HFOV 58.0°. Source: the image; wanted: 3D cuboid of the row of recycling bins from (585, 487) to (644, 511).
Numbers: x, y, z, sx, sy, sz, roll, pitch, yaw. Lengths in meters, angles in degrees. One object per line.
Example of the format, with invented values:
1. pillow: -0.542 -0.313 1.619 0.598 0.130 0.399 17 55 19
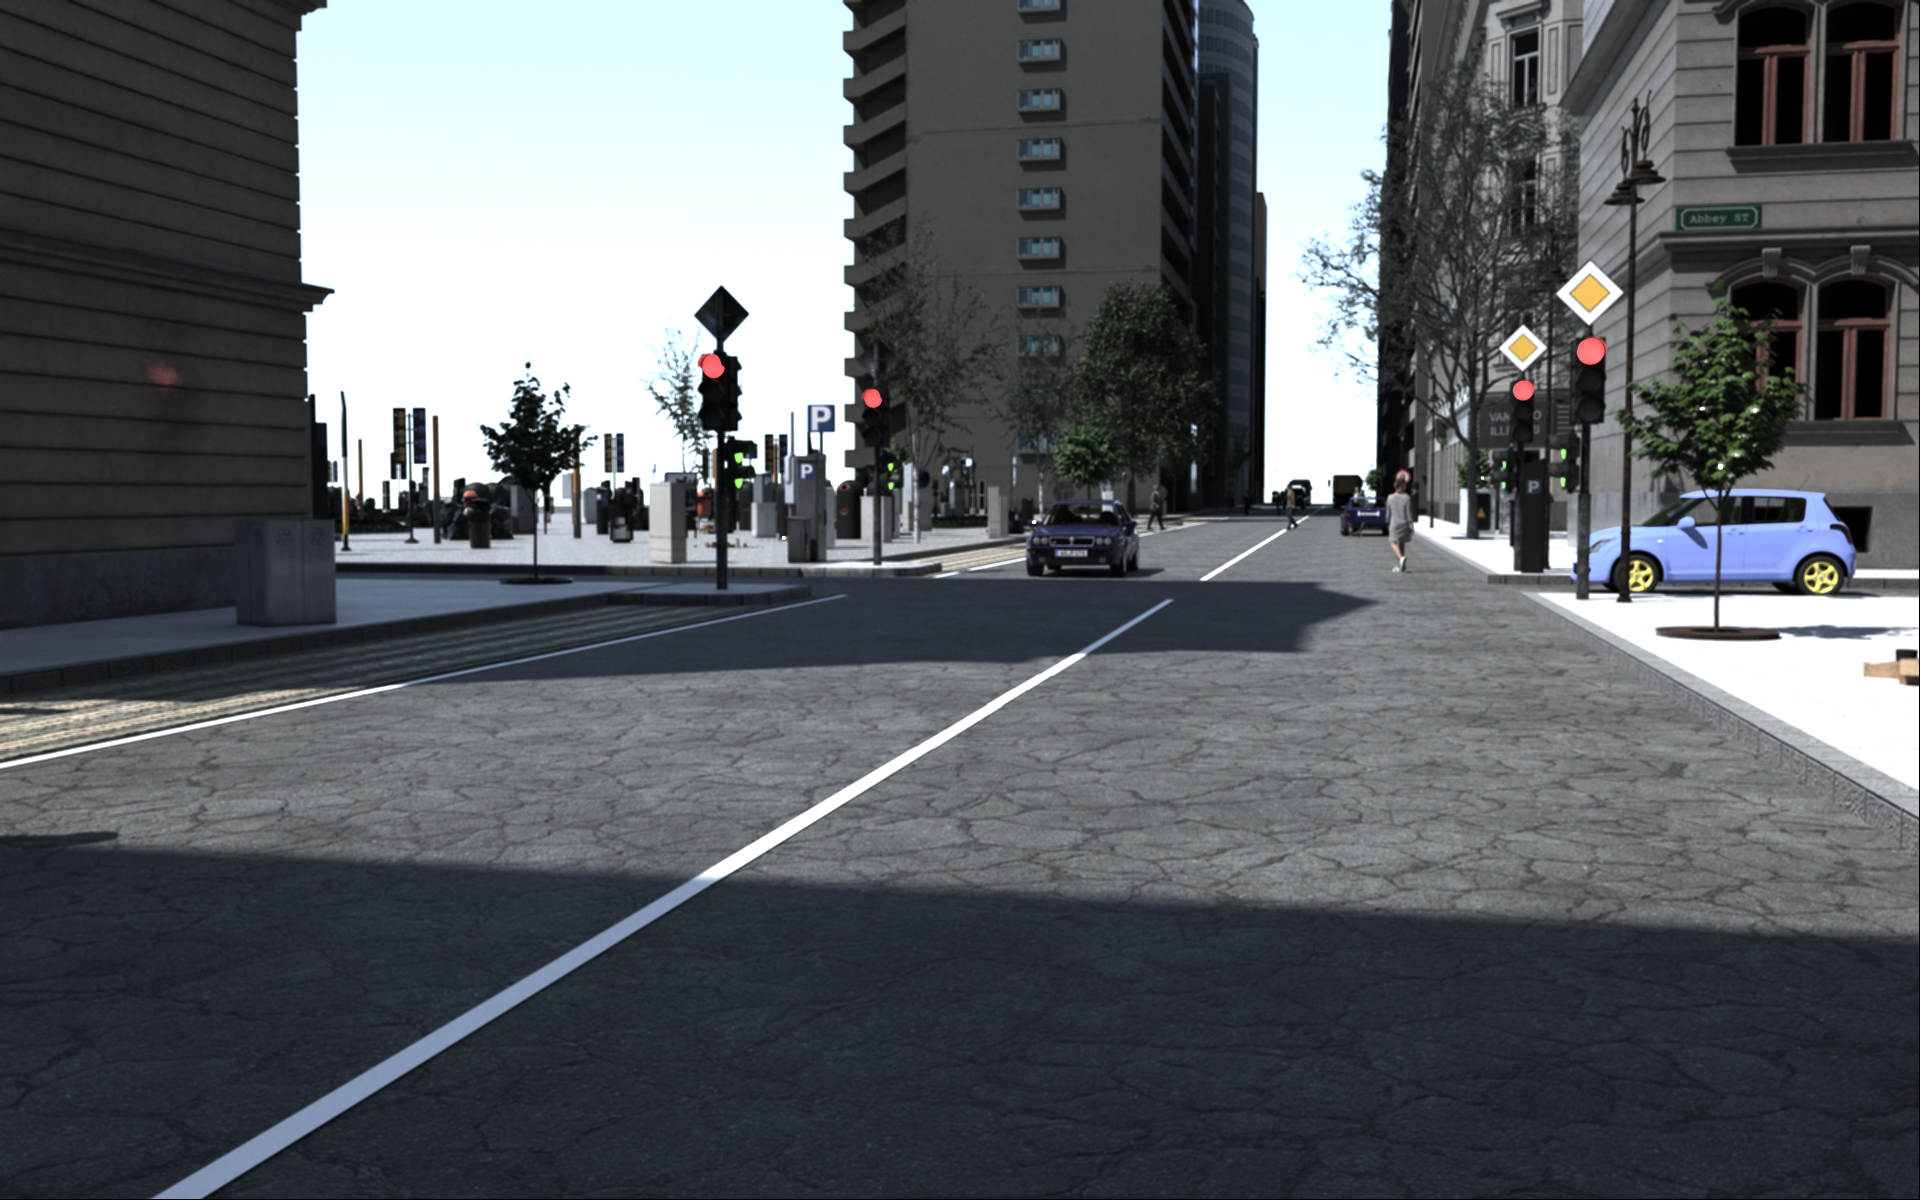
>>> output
1. row of recycling bins: -19.877 -5.640 99.330 3.534 1.692 1.069 -2 4 -31

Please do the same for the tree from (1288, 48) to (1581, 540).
1. tree: 14.406 -8.464 48.763 12.009 13.543 11.850 0 3 0

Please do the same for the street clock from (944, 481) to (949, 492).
1. street clock: -0.691 -5.775 98.999 0.358 2.002 0.471 -2 4 -31

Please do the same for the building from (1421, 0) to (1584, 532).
1. building: 30.365 -18.439 77.891 17.030 29.872 44.131 1 4 12

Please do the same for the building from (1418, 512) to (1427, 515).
1. building: 40.110 -29.812 111.134 21.300 48.544 21.600 1 4 12

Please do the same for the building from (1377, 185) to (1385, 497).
1. building: 62.249 -33.289 227.874 14.154 41.232 14.086 1 4 12

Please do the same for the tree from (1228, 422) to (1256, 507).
1. tree: 27.677 -13.717 174.635 4.737 8.622 4.395 0 3 0

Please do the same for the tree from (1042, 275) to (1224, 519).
1. tree: 9.060 -10.626 90.735 9.611 12.733 9.660 0 3 0

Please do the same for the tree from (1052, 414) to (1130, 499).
1. tree: 5.294 -5.348 71.157 4.285 4.588 4.351 0 3 0

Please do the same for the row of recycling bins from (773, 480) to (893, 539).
1. row of recycling bins: -3.606 -2.604 49.685 3.534 1.692 1.069 1 4 14

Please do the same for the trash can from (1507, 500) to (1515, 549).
1. trash can: 13.112 -1.751 40.283 0.748 1.137 0.748 0 3 0

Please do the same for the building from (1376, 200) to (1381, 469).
1. building: 70.072 -37.949 244.161 21.300 48.544 21.600 1 4 12

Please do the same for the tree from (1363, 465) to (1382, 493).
1. tree: 45.661 -12.589 189.540 4.285 4.588 4.351 0 3 0

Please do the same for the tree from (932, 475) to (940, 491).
1. tree: -2.149 -6.042 93.386 1.663 3.219 1.824 0 3 0

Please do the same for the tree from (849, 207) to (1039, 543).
1. tree: -0.966 -5.764 44.599 4.360 8.622 3.978 0 3 0

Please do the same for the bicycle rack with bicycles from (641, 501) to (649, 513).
1. bicycle rack with bicycles: -16.036 -4.649 89.386 2.852 0.926 2.925 -1 4 -18

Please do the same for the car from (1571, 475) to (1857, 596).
1. car: 10.679 -0.923 24.682 3.694 1.707 1.945 1 4 12

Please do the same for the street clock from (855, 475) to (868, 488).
1. street clock: -3.676 -3.677 64.691 0.471 2.002 0.358 -3 5 -44

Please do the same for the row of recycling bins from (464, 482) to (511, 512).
1. row of recycling bins: -15.975 -3.242 60.120 1.069 1.692 3.534 1 4 16

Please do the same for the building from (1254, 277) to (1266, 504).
1. building: 34.407 -28.475 237.269 14.160 30.474 14.107 1 4 12

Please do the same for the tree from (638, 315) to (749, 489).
1. tree: -11.205 -7.444 72.076 4.360 8.622 3.978 0 3 0

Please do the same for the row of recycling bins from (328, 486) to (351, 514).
1. row of recycling bins: -32.423 -4.990 88.704 1.069 1.692 3.534 1 4 10

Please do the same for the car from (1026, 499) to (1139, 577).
1. car: 2.256 -1.148 31.346 1.945 1.354 3.894 1 4 11

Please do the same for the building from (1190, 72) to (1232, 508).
1. building: 18.183 -29.426 164.713 14.154 41.232 14.086 1 4 12

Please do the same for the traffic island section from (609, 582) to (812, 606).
1. traffic island section: -3.239 -0.072 23.457 2.009 0.180 2.903 1 4 12

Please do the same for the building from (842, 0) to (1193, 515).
1. building: 4.094 -30.212 117.673 21.300 48.544 21.600 1 4 12

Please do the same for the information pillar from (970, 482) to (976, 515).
1. information pillar: 0.754 -5.999 102.576 0.304 2.012 0.304 2 4 33

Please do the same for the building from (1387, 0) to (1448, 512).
1. building: 50.906 -32.912 161.807 21.300 48.544 21.600 1 4 12

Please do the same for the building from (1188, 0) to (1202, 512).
1. building: 9.375 -50.738 142.233 22.319 86.520 31.000 1 4 12

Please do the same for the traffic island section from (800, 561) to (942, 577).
1. traffic island section: -1.507 -0.549 31.253 2.009 0.180 2.903 1 4 12

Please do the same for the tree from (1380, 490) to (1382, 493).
1. tree: 47.257 -12.130 192.924 1.663 3.219 1.824 0 3 0

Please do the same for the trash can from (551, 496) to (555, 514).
1. trash can: -26.054 -6.001 109.777 0.748 1.137 0.748 0 3 0

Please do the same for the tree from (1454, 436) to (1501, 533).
1. tree: 17.238 -3.846 57.488 1.663 3.219 1.824 0 3 0

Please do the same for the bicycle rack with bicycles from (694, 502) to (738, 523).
1. bicycle rack with bicycles: -11.313 -3.973 78.335 2.925 0.926 2.852 3 5 40

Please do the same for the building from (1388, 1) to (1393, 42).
1. building: 61.400 -40.606 205.912 21.231 58.520 28.212 1 4 12

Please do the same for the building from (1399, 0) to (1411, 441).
1. building: 46.276 -29.423 135.683 22.147 44.769 28.867 1 4 12

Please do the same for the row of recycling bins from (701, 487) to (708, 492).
1. row of recycling bins: -14.376 -5.919 103.884 1.069 1.692 3.534 1 4 23

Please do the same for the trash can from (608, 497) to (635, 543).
1. trash can: -8.932 -2.082 45.698 0.748 1.137 0.748 0 3 0

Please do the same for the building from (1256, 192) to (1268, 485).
1. building: 36.994 -36.734 250.714 14.600 45.320 14.200 1 4 12

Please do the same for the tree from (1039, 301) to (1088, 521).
1. tree: 2.809 -6.887 62.957 4.360 8.622 3.978 0 3 0

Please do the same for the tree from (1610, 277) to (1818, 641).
1. tree: 6.711 -1.285 15.608 1.663 3.219 1.824 0 3 0

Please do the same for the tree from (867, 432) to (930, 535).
1. tree: -2.153 -3.652 54.304 1.663 3.219 1.824 0 3 0

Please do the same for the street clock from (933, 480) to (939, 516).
1. street clock: -1.216 -5.004 86.393 0.358 2.002 0.471 0 4 2

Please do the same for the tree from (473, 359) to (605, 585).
1. tree: -6.261 -1.861 25.026 1.663 3.219 1.824 0 3 0

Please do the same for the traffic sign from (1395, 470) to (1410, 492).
1. traffic sign: 23.080 -5.517 90.306 0.768 2.556 0.104 1 4 22

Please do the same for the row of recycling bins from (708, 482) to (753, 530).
1. row of recycling bins: -6.972 -3.321 61.411 3.534 1.692 1.069 0 4 3

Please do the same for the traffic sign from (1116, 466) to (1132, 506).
1. traffic sign: 7.505 -4.852 79.442 0.768 2.556 0.104 1 4 19

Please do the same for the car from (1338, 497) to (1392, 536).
1. car: 14.175 -2.924 60.392 1.945 1.354 3.894 1 4 11

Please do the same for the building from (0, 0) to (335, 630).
1. building: -25.550 -12.240 19.208 34.723 24.649 14.460 1 4 12

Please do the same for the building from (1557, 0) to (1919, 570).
1. building: 24.361 -15.018 32.931 23.554 28.519 14.401 1 4 12

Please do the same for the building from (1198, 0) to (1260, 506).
1. building: 23.352 -40.408 202.677 21.231 58.520 28.212 1 4 12
